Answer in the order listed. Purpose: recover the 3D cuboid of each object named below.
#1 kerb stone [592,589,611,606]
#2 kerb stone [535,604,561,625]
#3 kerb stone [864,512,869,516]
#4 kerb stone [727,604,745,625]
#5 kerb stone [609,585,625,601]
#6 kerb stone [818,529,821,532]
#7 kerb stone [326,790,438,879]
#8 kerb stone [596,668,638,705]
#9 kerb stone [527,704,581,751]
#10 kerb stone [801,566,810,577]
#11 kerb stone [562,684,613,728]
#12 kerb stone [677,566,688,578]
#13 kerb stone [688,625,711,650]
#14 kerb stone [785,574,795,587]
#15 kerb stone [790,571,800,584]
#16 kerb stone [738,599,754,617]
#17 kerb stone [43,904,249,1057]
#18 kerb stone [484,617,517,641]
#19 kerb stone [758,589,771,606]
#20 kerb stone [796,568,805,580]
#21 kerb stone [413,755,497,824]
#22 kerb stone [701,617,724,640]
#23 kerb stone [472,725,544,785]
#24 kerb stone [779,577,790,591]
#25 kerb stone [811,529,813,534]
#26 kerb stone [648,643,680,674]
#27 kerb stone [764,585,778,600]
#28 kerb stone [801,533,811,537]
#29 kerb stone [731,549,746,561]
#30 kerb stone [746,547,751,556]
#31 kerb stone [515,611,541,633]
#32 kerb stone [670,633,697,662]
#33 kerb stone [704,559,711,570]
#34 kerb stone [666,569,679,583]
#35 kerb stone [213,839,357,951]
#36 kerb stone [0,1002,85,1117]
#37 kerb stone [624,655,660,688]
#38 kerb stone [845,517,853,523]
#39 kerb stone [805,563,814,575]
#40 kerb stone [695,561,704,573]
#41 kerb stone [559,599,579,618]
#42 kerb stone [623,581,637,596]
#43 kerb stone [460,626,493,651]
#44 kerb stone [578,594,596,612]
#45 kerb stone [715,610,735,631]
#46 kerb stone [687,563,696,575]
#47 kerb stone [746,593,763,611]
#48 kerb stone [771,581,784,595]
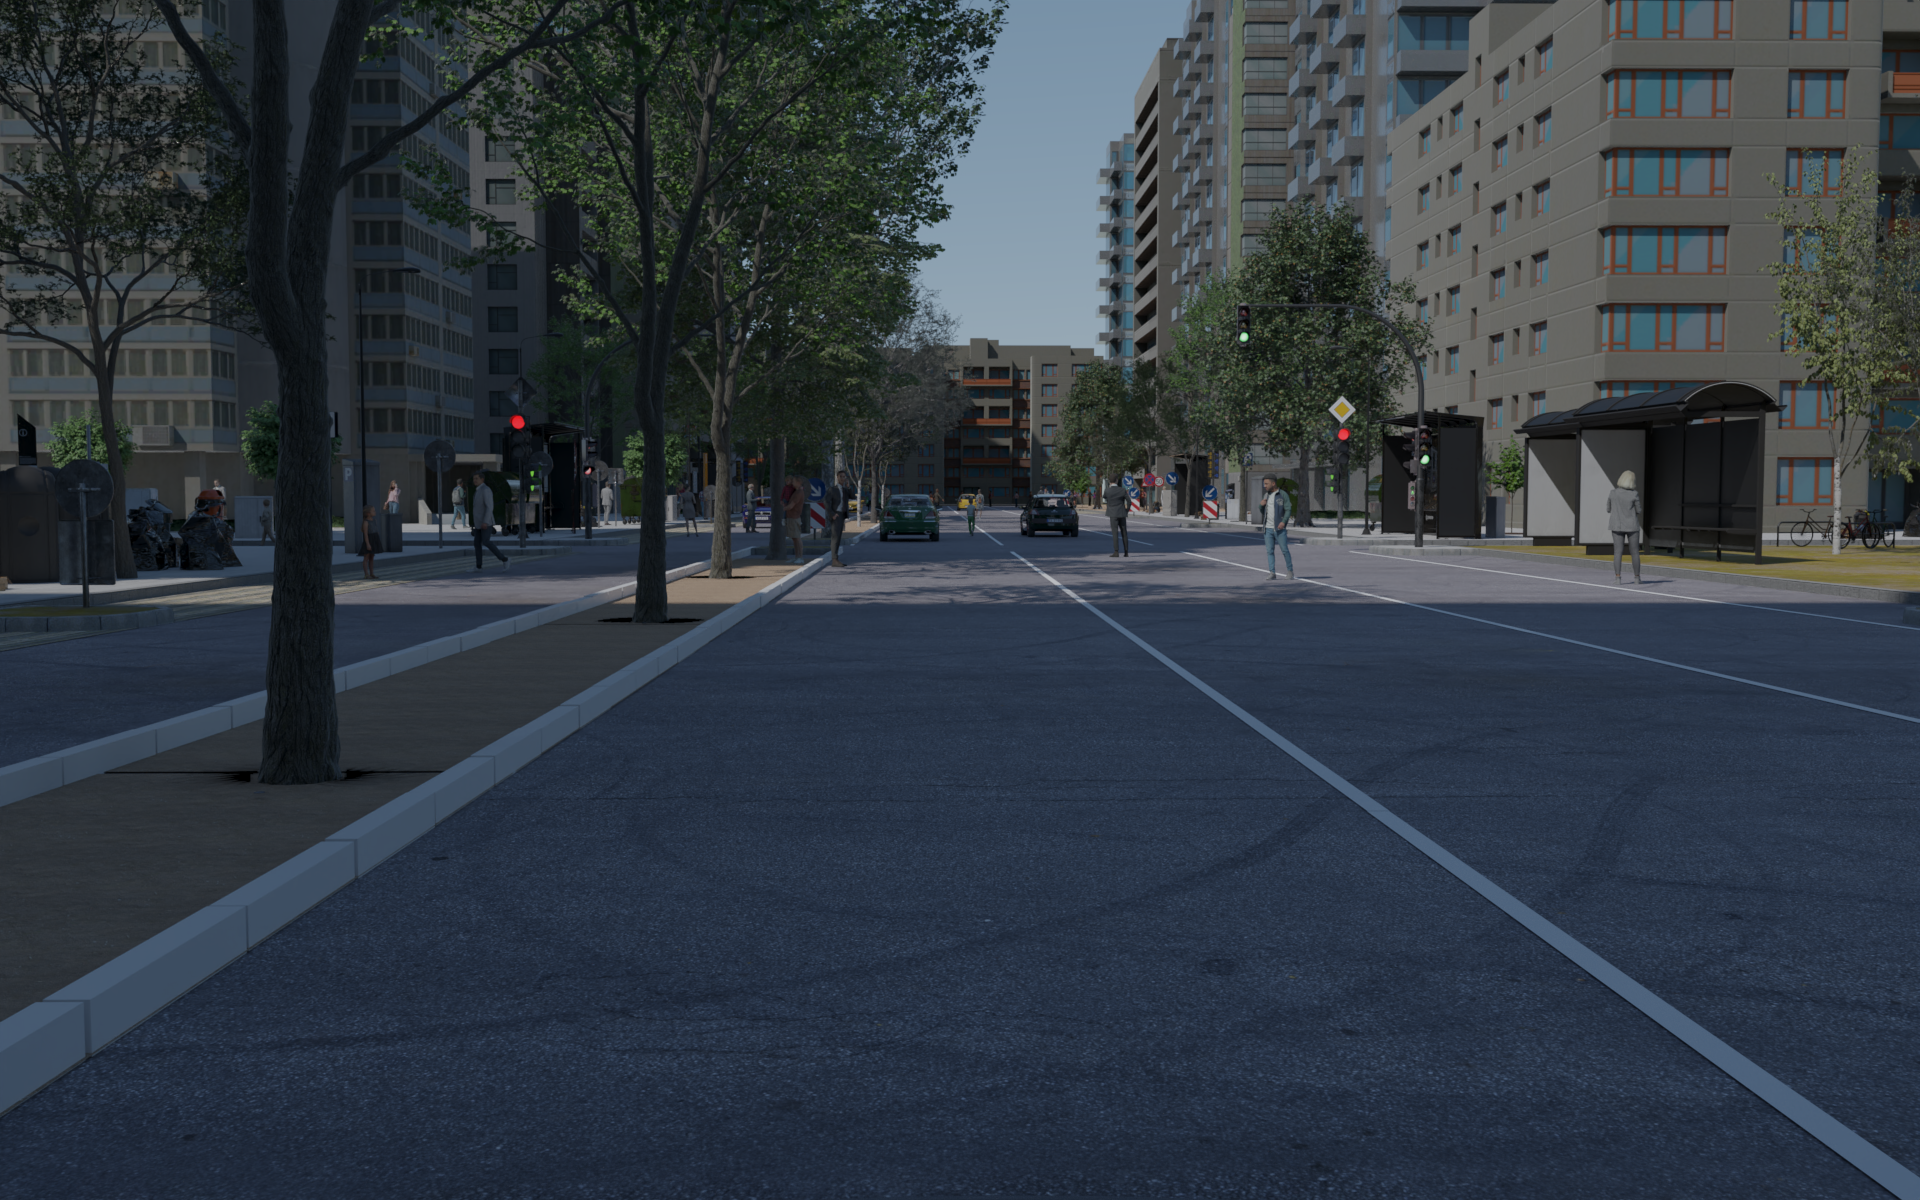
[{"bbox_3d":[-4.681,-0.006,22.290,0.120,0.150,1.000,0,4,-1],"label":"kerb stone"},{"bbox_3d":[-4.621,0.182,19.223,0.120,0.150,1.000,0,4,-1],"label":"kerb stone"},{"bbox_3d":[-6.251,-5.615,114.030,0.120,0.150,1.000,0,4,-1],"label":"kerb stone"},{"bbox_3d":[-2.529,0.182,19.247,0.120,0.150,1.000,0,4,-1],"label":"kerb stone"},{"bbox_3d":[-4.700,-0.069,23.316,0.120,0.150,1.000,0,4,-1],"label":"kerb stone"},{"bbox_3d":[-5.408,-2.610,64.865,0.120,0.150,1.000,0,4,-1],"label":"kerb stone"},{"bbox_3d":[-2.310,0.933,6.946,0.120,0.150,1.000,0,4,-1],"label":"kerb stone"},{"bbox_3d":[-2.407,0.618,12.086,0.120,0.150,1.000,0,4,-1],"label":"kerb stone"},{"bbox_3d":[-2.371,0.751,10.032,0.120,0.150,1.000,0,4,-1],"label":"kerb stone"},{"bbox_3d":[-2.697,-0.446,29.489,0.120,0.150,1.000,0,4,-1],"label":"kerb stone"},{"bbox_3d":[-2.384,0.681,11.054,0.120,0.150,1.000,0,4,-1],"label":"kerb stone"},{"bbox_3d":[-4.808,-0.446,29.484,0.120,0.150,1.000,0,4,-1],"label":"kerb stone"},{"bbox_3d":[-2.472,0.372,16.178,0.120,0.150,1.000,0,4,-1],"label":"kerb stone"},{"bbox_3d":[-2.649,-0.258,26.409,0.120,0.150,1.000,0,4,-1],"label":"kerb stone"},{"bbox_3d":[-2.671,-0.321,27.437,0.120,0.150,1.000,0,4,-1],"label":"kerb stone"},{"bbox_3d":[-2.547,0.118,20.269,0.120,0.150,1.000,0,4,-1],"label":"kerb stone"},{"bbox_3d":[-2.278,1.060,4.902,0.120,0.150,1.000,0,4,-1],"label":"kerb stone"},{"bbox_3d":[-4.598,0.309,17.164,0.120,0.150,1.000,0,4,-1],"label":"kerb stone"},{"bbox_3d":[-2.571,-0.007,22.317,0.120,0.150,1.000,0,4,-1],"label":"kerb stone"},{"bbox_3d":[-2.688,-0.384,28.466,0.120,0.150,1.000,0,4,-1],"label":"kerb stone"},{"bbox_3d":[-2.333,0.875,7.977,0.120,0.150,1.000,0,4,-1],"label":"kerb stone"},{"bbox_3d":[-2.495,0.307,17.200,0.120,0.150,1.000,0,4,-1],"label":"kerb stone"},{"bbox_3d":[-2.349,0.807,8.999,0.120,0.150,1.000,0,4,-1],"label":"kerb stone"},{"bbox_3d":[-2.626,-0.195,25.388,0.120,0.150,1.000,0,4,-1],"label":"kerb stone"},{"bbox_3d":[-5.339,-2.359,60.765,0.120,0.150,1.000,0,4,-1],"label":"kerb stone"},{"bbox_3d":[-2.441,0.494,14.131,0.120,0.150,1.000,0,4,-1],"label":"kerb stone"},{"bbox_3d":[-2.598,-0.070,23.344,0.120,0.150,1.000,0,4,-1],"label":"kerb stone"},{"bbox_3d":[-5.320,-2.296,59.742,0.120,0.150,1.000,0,4,-1],"label":"kerb stone"},{"bbox_3d":[-4.963,-1.002,38.708,0.120,0.150,1.000,0,4,-1],"label":"kerb stone"},{"bbox_3d":[-4.977,-1.073,39.738,0.120,0.150,1.000,0,4,-1],"label":"kerb stone"},{"bbox_3d":[-4.604,0.248,18.191,0.120,0.150,1.000,0,4,-1],"label":"kerb stone"},{"bbox_3d":[-2.452,0.431,15.154,0.120,0.150,1.000,0,4,-1],"label":"kerb stone"},{"bbox_3d":[-4.858,-0.633,32.553,0.120,0.150,1.000,0,4,-1],"label":"kerb stone"},{"bbox_3d":[-4.792,-0.381,28.462,0.120,0.150,1.000,0,4,-1],"label":"kerb stone"},{"bbox_3d":[-2.298,1.001,5.924,0.120,0.150,1.000,0,4,-1],"label":"kerb stone"},{"bbox_3d":[-2.264,1.120,3.877,0.120,0.150,1.000,0,4,-1],"label":"kerb stone"},{"bbox_3d":[-2.427,0.556,13.109,0.120,0.150,1.000,0,4,-1],"label":"kerb stone"},{"bbox_3d":[-5.873,-4.237,91.502,0.120,0.150,1.000,0,4,-1],"label":"kerb stone"},{"bbox_3d":[-2.717,-0.509,30.523,0.120,0.150,1.000,0,4,-1],"label":"kerb stone"},{"bbox_3d":[-4.841,-0.571,31.530,0.120,0.150,1.000,0,4,-1],"label":"kerb stone"},{"bbox_3d":[-4.642,0.119,20.245,0.120,0.150,1.000,0,4,-1],"label":"kerb stone"},{"bbox_3d":[-4.712,-0.132,24.347,0.120,0.150,1.000,0,4,-1],"label":"kerb stone"},{"bbox_3d":[-4.563,0.377,16.139,0.120,0.150,1.000,0,4,-1],"label":"kerb stone"},{"bbox_3d":[-4.659,0.066,21.268,0.120,0.150,1.000,0,4,-1],"label":"kerb stone"},{"bbox_3d":[-2.508,0.245,18.226,0.120,0.150,1.000,0,4,-1],"label":"kerb stone"},{"bbox_3d":[-4.819,-0.507,30.506,0.120,0.150,1.000,0,4,-1],"label":"kerb stone"},{"bbox_3d":[-2.567,0.055,21.295,0.120,0.150,1.000,0,4,-1],"label":"kerb stone"},{"bbox_3d":[-2.620,-0.132,24.366,0.120,0.150,1.000,0,4,-1],"label":"kerb stone"}]
